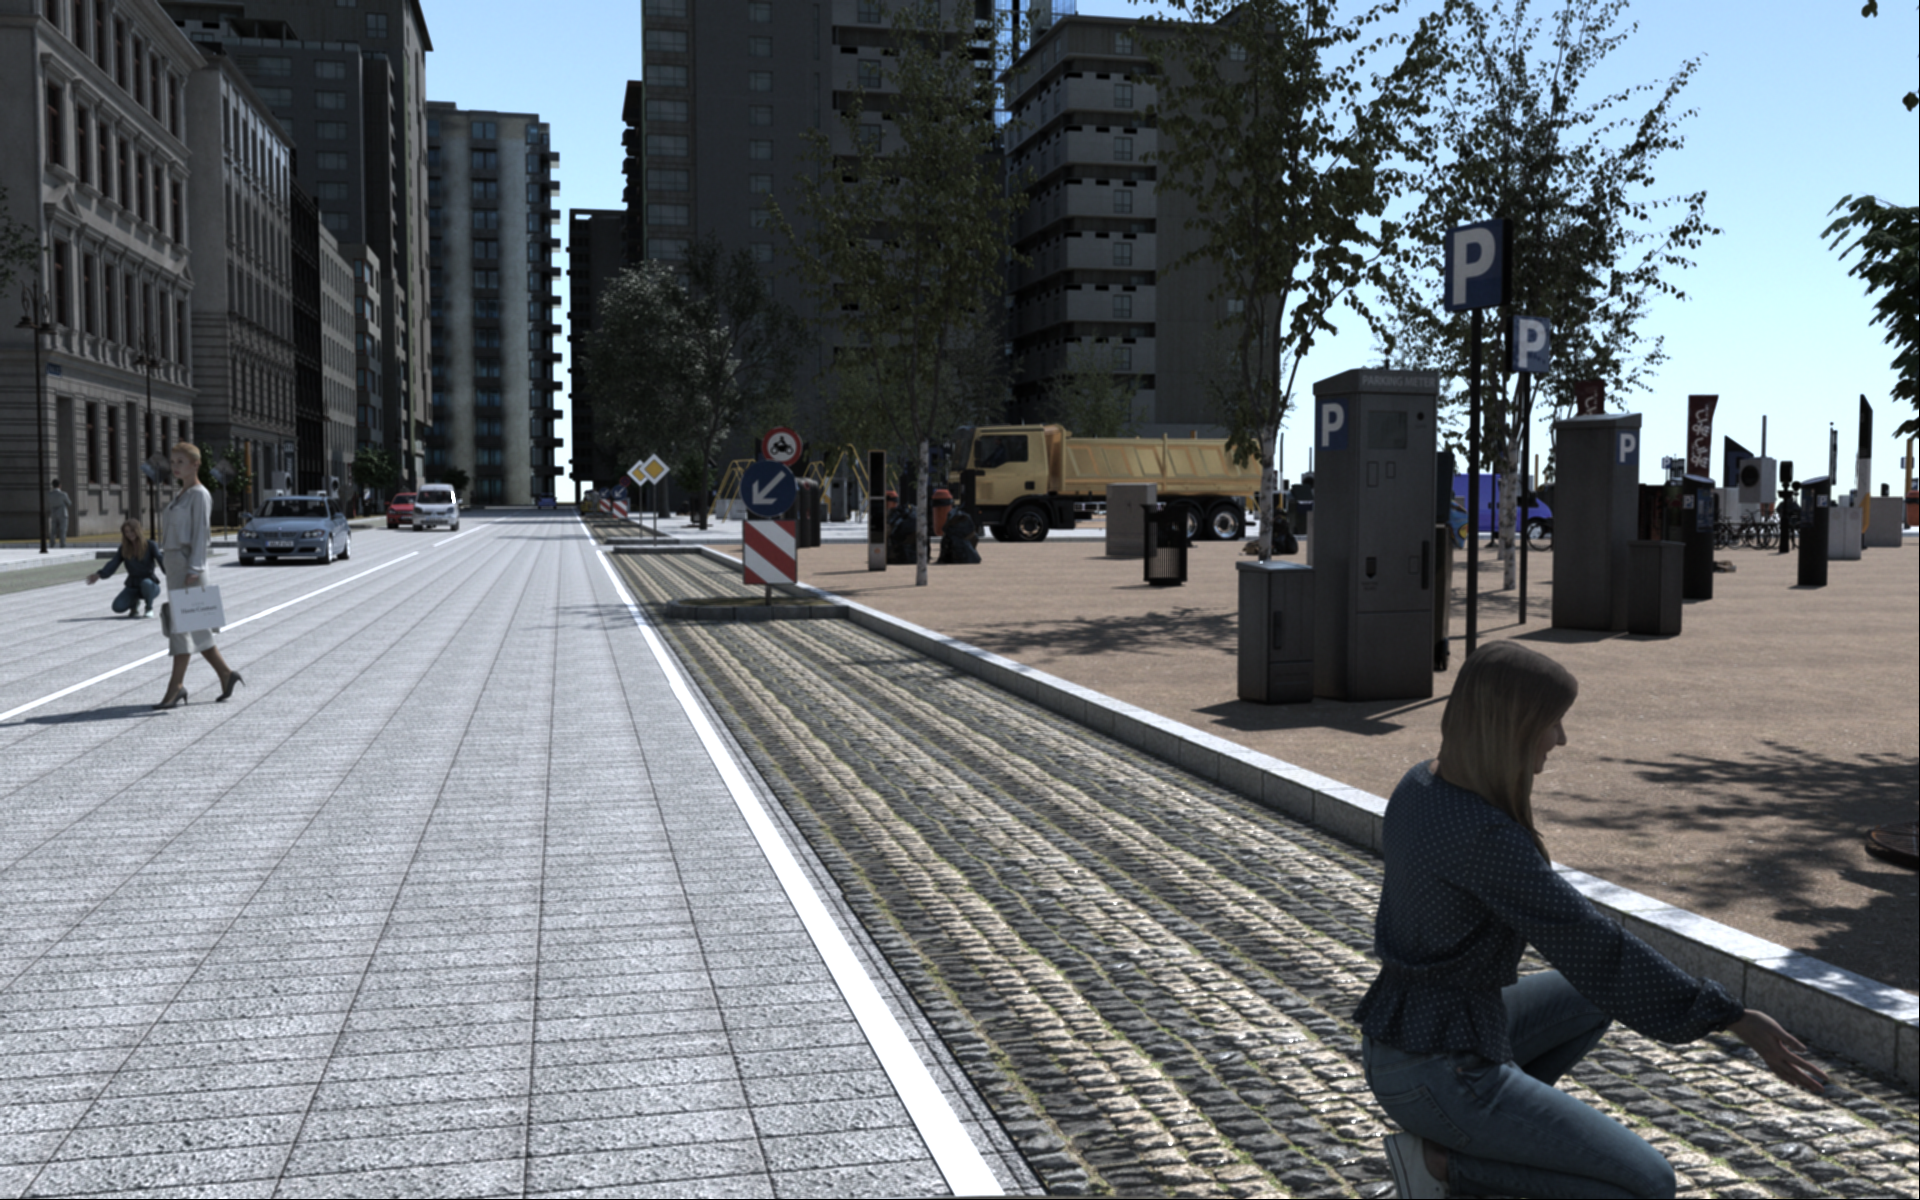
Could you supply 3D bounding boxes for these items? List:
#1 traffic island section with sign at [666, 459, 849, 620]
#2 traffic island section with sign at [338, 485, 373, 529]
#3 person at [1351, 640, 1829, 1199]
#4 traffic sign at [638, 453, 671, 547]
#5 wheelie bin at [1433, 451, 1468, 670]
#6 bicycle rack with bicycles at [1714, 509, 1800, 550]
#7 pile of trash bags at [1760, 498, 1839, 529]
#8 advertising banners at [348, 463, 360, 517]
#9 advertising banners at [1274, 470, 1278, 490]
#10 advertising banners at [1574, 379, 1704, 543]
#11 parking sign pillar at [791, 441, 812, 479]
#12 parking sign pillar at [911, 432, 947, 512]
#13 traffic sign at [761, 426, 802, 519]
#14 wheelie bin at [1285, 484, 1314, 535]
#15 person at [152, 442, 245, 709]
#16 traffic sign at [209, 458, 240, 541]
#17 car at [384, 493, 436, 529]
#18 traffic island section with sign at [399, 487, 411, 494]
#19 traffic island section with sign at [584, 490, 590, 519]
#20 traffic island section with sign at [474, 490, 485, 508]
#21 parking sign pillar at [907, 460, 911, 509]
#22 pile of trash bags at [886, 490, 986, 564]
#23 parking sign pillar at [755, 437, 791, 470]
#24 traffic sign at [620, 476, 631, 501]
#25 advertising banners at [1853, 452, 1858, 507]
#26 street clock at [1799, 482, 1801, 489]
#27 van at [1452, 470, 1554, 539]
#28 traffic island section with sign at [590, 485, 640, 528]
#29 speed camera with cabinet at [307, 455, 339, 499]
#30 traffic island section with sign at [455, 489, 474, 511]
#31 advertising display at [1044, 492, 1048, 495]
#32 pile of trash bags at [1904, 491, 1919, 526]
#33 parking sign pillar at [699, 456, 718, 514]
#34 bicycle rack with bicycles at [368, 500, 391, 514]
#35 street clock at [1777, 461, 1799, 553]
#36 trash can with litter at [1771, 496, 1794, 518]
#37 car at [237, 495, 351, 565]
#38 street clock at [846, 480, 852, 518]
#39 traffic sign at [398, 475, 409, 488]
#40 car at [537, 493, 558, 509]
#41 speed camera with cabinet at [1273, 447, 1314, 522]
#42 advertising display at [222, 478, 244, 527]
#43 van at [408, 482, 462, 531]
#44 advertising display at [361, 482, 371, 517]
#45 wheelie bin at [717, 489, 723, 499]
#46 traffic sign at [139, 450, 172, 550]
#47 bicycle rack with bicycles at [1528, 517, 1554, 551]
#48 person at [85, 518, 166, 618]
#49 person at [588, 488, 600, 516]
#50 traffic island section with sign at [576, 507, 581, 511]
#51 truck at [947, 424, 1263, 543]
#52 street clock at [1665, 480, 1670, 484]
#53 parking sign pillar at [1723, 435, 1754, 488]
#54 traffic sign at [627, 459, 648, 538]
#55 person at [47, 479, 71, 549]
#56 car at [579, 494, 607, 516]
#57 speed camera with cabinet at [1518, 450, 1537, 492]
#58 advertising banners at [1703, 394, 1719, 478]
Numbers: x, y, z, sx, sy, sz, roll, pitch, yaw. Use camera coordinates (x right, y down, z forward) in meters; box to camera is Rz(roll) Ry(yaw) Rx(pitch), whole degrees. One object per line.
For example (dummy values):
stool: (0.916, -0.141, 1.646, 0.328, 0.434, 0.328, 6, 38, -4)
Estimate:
traffic island section with sign: (-2.454, -0.725, 20.485, 1.989, 1.847, 2.006, -1, 4, -13)
traffic island section with sign: (-25.403, -3.859, 71.726, 1.989, 1.847, 2.006, -1, 4, -13)
person: (1.150, 0.643, 3.485, 0.738, 1.151, 1.012, 0, 4, 3)
traffic sign: (-7.460, -2.364, 42.302, 0.795, 2.450, 0.064, -1, 4, -13)
wheelie bin: (3.308, -0.306, 12.904, 0.980, 1.594, 0.693, 1, 4, 21)
bicycle rack with bicycles: (18.602, -1.682, 40.880, 2.925, 0.926, 2.852, 0, 4, 1)
pile of trash bags: (30.726, -3.294, 63.617, 1.912, 1.369, 3.447, -1, 4, -20)
advertising banners: (-34.360, -6.236, 98.151, 0.090, 3.025, 2.074, 0, 4, -5)
advertising banners: (23.354, -7.933, 125.884, 0.090, 3.025, 2.074, -1, 4, -21)
advertising banners: (10.055, -1.816, 25.882, 0.090, 3.025, 2.074, -2, 4, -35)
parking sign pillar: (-8.233, -6.109, 88.356, 1.447, 3.967, 1.447, 1, 4, 16)
parking sign pillar: (-1.026, -5.129, 72.337, 1.447, 3.967, 1.447, -1, 4, -22)
traffic sign: (-3.363, -1.997, 32.753, 0.768, 2.556, 0.104, 0, 4, -5)
wheelie bin: (10.662, -2.845, 54.430, 0.980, 1.594, 0.693, -1, 4, -18)
person: (-5.174, -0.176, 11.735, 0.624, 1.780, 0.694, -2, 4, -31)
traffic sign: (-20.206, -2.689, 47.611, 0.795, 2.450, 0.064, -1, 4, -13)
car: (-22.918, -3.877, 72.423, 2.155, 1.783, 4.494, -1, 4, -14)
traffic island section with sign: (-31.576, -5.511, 98.739, 1.989, 1.847, 2.006, -1, 4, -13)
traffic island section with sign: (-20.791, -5.638, 100.801, 1.989, 1.847, 2.006, -1, 4, -13)
traffic island section with sign: (-48.612, -10.073, 173.317, 1.989, 1.847, 2.006, -1, 4, -13)
parking sign pillar: (-3.440, -7.989, 119.087, 1.447, 3.967, 1.447, 2, 4, 32)
pile of trash bags: (-0.480, -1.436, 33.233, 1.912, 1.369, 3.447, 0, 4, 4)
parking sign pillar: (-8.995, -5.714, 81.890, 1.447, 3.967, 1.447, -1, 4, -18)
traffic sign: (-23.466, -7.421, 121.447, 0.768, 2.556, 0.104, 0, 4, -7)
advertising banners: (34.092, -4.267, 65.950, 0.090, 3.025, 2.074, 2, 4, 26)
street clock: (46.864, -5.659, 97.097, 0.471, 2.002, 0.358, 3, 4, 37)
van: (14.945, -2.867, 51.266, 5.245, 2.365, 2.240, -1, 4, -13)
traffic island section with sign: (-14.725, -4.014, 74.253, 1.989, 1.847, 2.006, -1, 4, -13)
speed camera with cabinet: (-32.345, -5.726, 87.961, 0.660, 3.252, 2.038, 1, 4, 11)
traffic island section with sign: (-42.580, -8.460, 146.953, 1.989, 1.847, 2.006, -1, 4, -13)
advertising display: (3.670, -3.750, 66.518, 0.974, 1.923, 0.123, -1, 4, -22)
pile of trash bags: (26.052, -2.175, 45.319, 3.447, 1.369, 1.912, -1, 4, -23)
parking sign pillar: (-15.935, -7.432, 109.983, 1.447, 3.967, 1.447, -3, 5, -41)
bicycle rack with bicycles: (-38.059, -6.141, 113.780, 2.852, 0.926, 2.925, -1, 4, -17)
street clock: (18.052, -2.037, 37.881, 0.358, 2.002, 0.471, 2, 4, 30)
trash can with litter: (45.015, -5.126, 94.864, 1.678, 1.210, 2.233, -3, 5, -43)
car: (-13.965, -1.499, 36.503, 2.014, 1.417, 4.499, -1, 4, -12)
street clock: (-5.893, -5.328, 91.690, 0.358, 2.002, 0.471, -2, 4, -29)
traffic sign: (-38.666, -7.353, 120.222, 0.884, 2.594, 0.081, 0, 4, -8)
car: (-39.101, -9.445, 164.018, 1.945, 1.707, 3.694, -1, 4, -14)
speed camera with cabinet: (13.972, -4.789, 72.628, 2.038, 3.252, 0.660, 1, 4, 18)
advertising display: (-28.369, -3.816, 67.603, 0.974, 1.923, 0.123, 1, 4, 22)
van: (-20.543, -3.724, 67.898, 2.013, 2.044, 4.112, -1, 4, -15)
advertising display: (-33.118, -5.588, 96.570, 0.123, 1.923, 0.974, 0, 4, 3)
wheelie bin: (-15.798, -6.366, 111.994, 0.980, 1.594, 0.693, 2, 4, 31)
traffic sign: (-18.427, -2.213, 39.826, 0.795, 2.450, 0.064, -1, 4, -13)
bicycle rack with bicycles: (14.678, -1.573, 39.095, 2.925, 0.926, 2.852, 3, 5, 41)
person: (-9.489, -0.374, 20.111, 1.012, 1.151, 0.738, 0, 4, -5)
person: (-22.889, -6.104, 108.422, 0.709, 1.813, 0.853, -3, 5, -40)
traffic island section with sign: (-31.940, -8.621, 149.577, 1.989, 1.847, 2.006, -1, 4, -13)
truck: (3.717, -3.260, 49.223, 9.791, 3.379, 3.469, -1, 4, -12)
street clock: (37.059, -5.254, 90.467, 0.471, 2.002, 0.358, -1, 4, -19)
parking sign pillar: (35.629, -5.547, 79.162, 1.447, 3.967, 1.447, 0, 4, 2)
traffic sign: (-9.239, -2.841, 50.087, 0.795, 2.450, 0.064, -1, 4, -13)
person: (-21.903, -2.047, 42.157, 0.511, 1.800, 0.466, -1, 4, -8)
car: (-24.626, -6.499, 116.488, 2.015, 1.641, 3.980, -1, 4, -11)
speed camera with cabinet: (25.663, -5.096, 77.656, 0.660, 3.252, 2.038, -1, 4, -11)
advertising banners: (12.262, -2.099, 30.500, 2.074, 3.025, 0.090, 0, 4, 4)
